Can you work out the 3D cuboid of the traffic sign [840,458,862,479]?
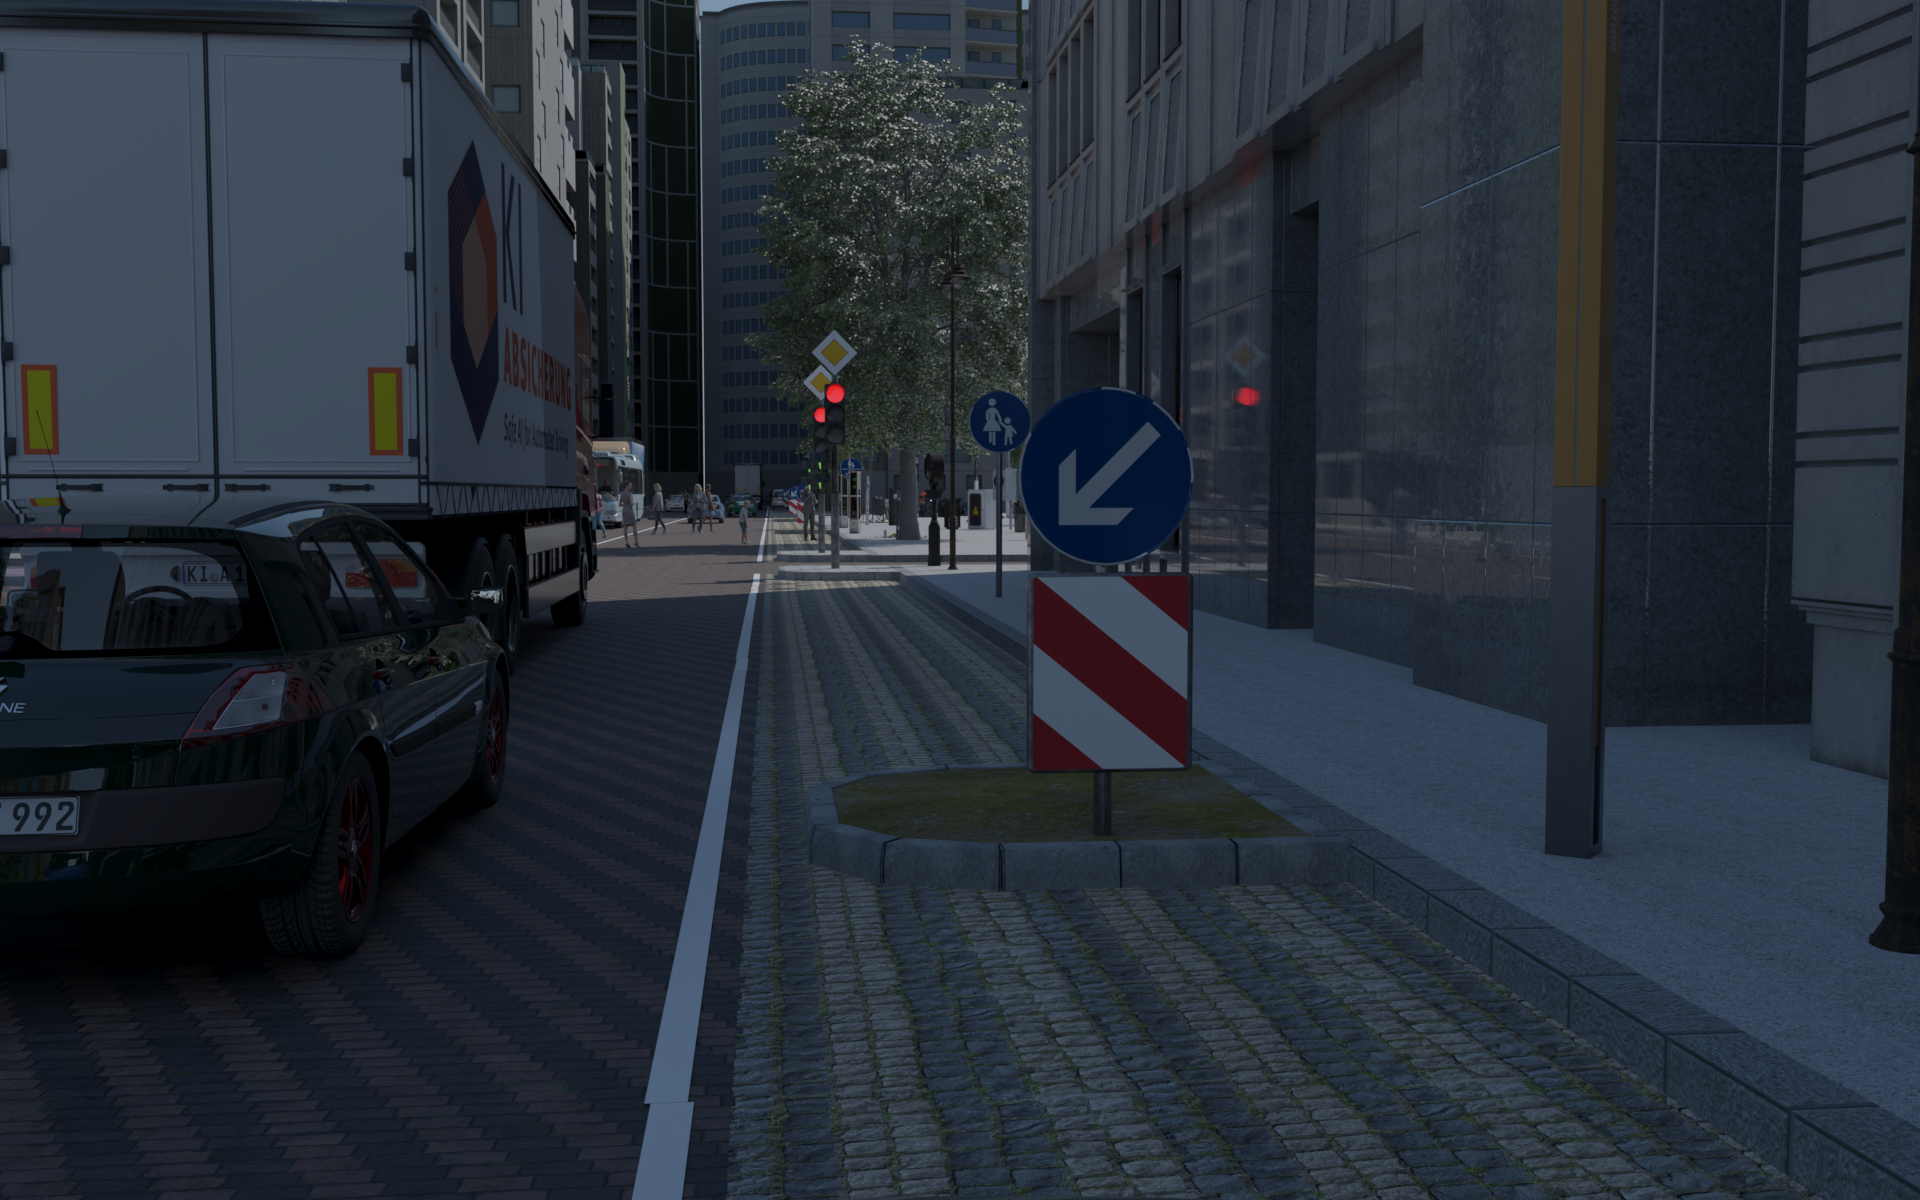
[{"bbox_3d":[-3.802,-3.700,60.597,0.768,2.556,0.104,0,3,0],"label":"traffic sign"}]

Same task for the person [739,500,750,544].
[{"bbox_3d":[-6.179,-2.234,49.714,0.352,1.250,0.332,1,4,19],"label":"person"}]

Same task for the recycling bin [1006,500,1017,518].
[{"bbox_3d":[2.868,-5.017,94.580,0.722,1.027,0.722,0,4,-2],"label":"recycling bin"}]

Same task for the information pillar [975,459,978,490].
[{"bbox_3d":[1.009,-7.058,106.757,0.183,3.616,0.504,1,4,18],"label":"information pillar"}]

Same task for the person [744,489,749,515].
[{"bbox_3d":[-14.722,-6.704,118.554,0.568,1.767,0.683,0,4,-8],"label":"person"}]

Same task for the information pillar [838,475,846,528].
[{"bbox_3d":[-4.421,-3.733,65.523,0.304,2.012,0.304,-2,4,-28],"label":"information pillar"}]

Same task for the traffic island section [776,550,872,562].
[{"bbox_3d":[-2.990,-0.946,37.743,2.009,0.180,2.903,0,4,-6],"label":"traffic island section"}]

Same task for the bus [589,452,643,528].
[{"bbox_3d":[-15.608,-4.912,75.168,2.948,3.499,13.247,0,4,-6],"label":"bus"}]

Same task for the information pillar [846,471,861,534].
[{"bbox_3d":[-3.409,-3.161,56.180,0.304,2.012,0.304,1,4,13],"label":"information pillar"}]

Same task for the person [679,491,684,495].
[{"bbox_3d":[-24.822,-8.879,154.336,0.551,1.740,0.621,-3,4,-36],"label":"person"}]

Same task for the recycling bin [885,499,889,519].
[{"bbox_3d":[-3.416,-4.751,90.232,0.722,1.027,0.722,3,5,43],"label":"recycling bin"}]

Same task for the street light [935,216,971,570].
[{"bbox_3d":[-0.123,-3.448,29.166,0.468,5.910,1.993,0,4,-6],"label":"street light"}]

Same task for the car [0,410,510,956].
[{"bbox_3d":[-2.859,0.190,6.687,2.009,1.686,4.222,0,4,-6],"label":"car"}]

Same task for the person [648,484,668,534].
[{"bbox_3d":[-10.699,-3.218,61.304,0.728,1.800,0.709,1,4,11],"label":"person"}]

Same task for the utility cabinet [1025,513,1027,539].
[{"bbox_3d":[2.368,-2.444,48.638,1.173,1.500,0.318,-3,4,-38],"label":"utility cabinet"}]

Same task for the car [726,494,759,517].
[{"bbox_3d":[-13.852,-6.023,110.269,2.131,1.459,4.920,0,4,-6],"label":"car"}]

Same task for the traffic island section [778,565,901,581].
[{"bbox_3d":[-2.122,-0.460,29.805,2.009,0.180,2.903,0,4,-6],"label":"traffic island section"}]

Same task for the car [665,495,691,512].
[{"bbox_3d":[-22.679,-7.772,139.440,2.083,1.381,4.827,0,4,-6],"label":"car"}]

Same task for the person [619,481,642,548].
[{"bbox_3d":[-8.777,-2.279,46.097,0.599,1.781,0.374,3,4,36],"label":"person"}]

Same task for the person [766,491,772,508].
[{"bbox_3d":[-18.652,-9.914,171.420,1.217,1.723,0.721,0,4,-2],"label":"person"}]

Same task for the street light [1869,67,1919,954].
[{"bbox_3d":[2.680,-1.954,4.734,0.468,5.910,1.993,0,4,-6],"label":"street light"}]

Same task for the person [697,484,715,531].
[{"bbox_3d":[-9.607,-3.506,65.913,0.778,1.811,0.616,-3,5,-40],"label":"person"}]

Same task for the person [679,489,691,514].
[{"bbox_3d":[-19.963,-7.191,126.089,1.348,1.823,0.705,3,5,39],"label":"person"}]

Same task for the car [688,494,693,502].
[{"bbox_3d":[-28.109,-10.500,181.901,2.015,1.641,3.980,0,4,-4],"label":"car"}]

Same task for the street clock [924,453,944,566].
[{"bbox_3d":[-0.459,-1.607,30.853,0.358,2.002,0.471,-1,4,-20],"label":"street clock"}]

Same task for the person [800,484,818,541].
[{"bbox_3d":[-4.548,-2.727,52.890,0.447,1.846,0.655,3,5,40],"label":"person"}]

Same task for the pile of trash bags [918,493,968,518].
[{"bbox_3d":[-0.726,-5.502,99.714,3.447,1.369,1.912,-1,4,-21],"label":"pile of trash bags"}]

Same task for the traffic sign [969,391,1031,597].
[{"bbox_3d":[0.486,-1.305,21.447,0.768,2.556,0.104,0,4,-5],"label":"traffic sign"}]

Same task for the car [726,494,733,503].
[{"bbox_3d":[-22.267,-9.918,172.388,2.015,1.641,3.980,0,4,-7],"label":"car"}]

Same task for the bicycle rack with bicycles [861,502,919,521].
[{"bbox_3d":[-3.451,-4.265,83.108,2.852,0.926,2.925,-2,4,-35],"label":"bicycle rack with bicycles"}]

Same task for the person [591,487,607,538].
[{"bbox_3d":[-11.880,-2.887,56.547,0.643,1.720,0.563,3,5,41],"label":"person"}]

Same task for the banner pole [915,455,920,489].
[{"bbox_3d":[-2.679,-6.563,97.328,0.863,3.779,0.401,-1,4,-12],"label":"banner pole"}]

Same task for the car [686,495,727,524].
[{"bbox_3d":[-12.535,-4.499,85.556,2.014,1.417,4.499,0,4,-7],"label":"car"}]

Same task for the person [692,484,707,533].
[{"bbox_3d":[-9.535,-3.341,63.303,0.537,1.800,0.526,0,4,4],"label":"person"}]
